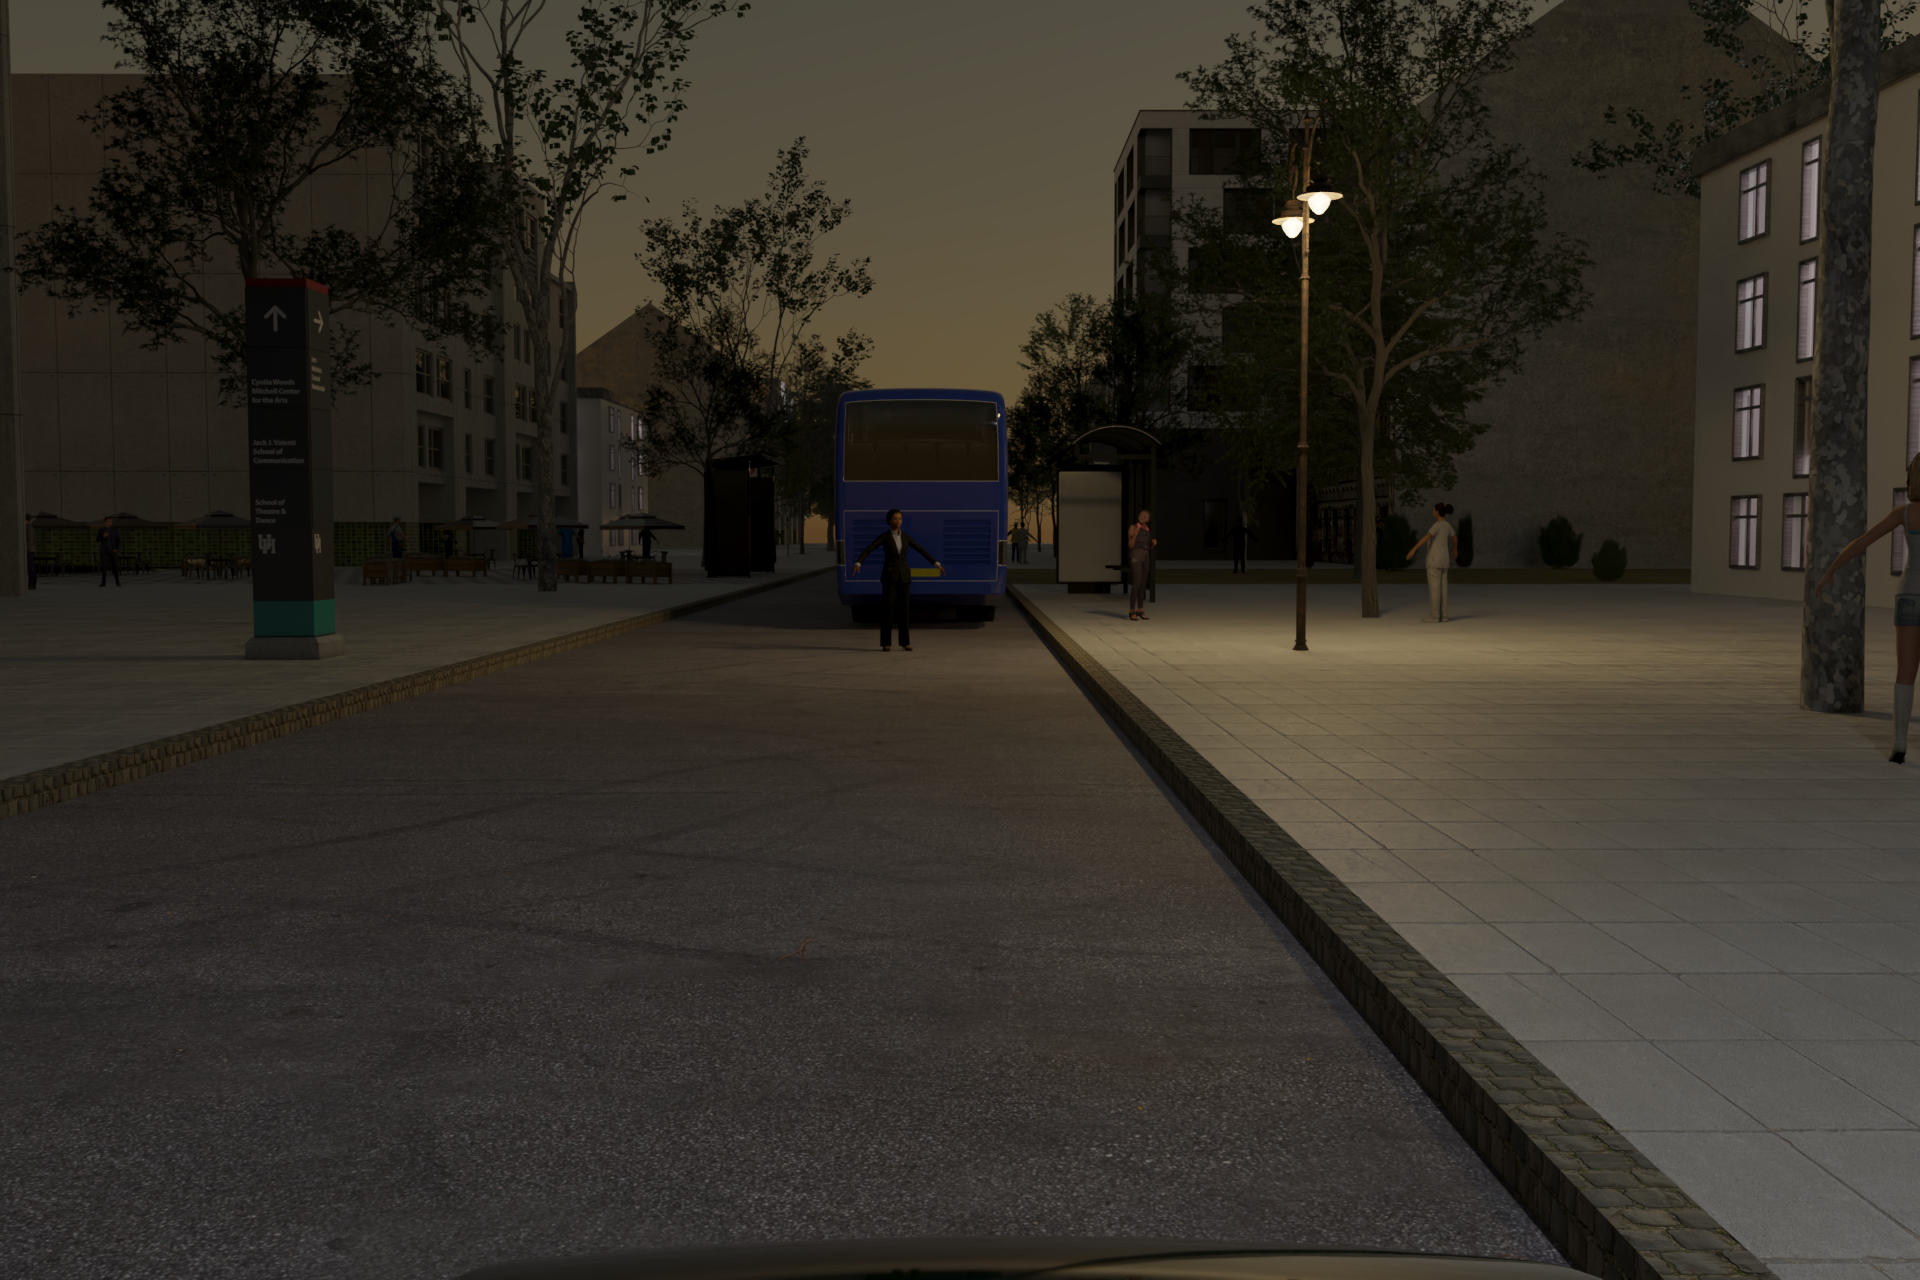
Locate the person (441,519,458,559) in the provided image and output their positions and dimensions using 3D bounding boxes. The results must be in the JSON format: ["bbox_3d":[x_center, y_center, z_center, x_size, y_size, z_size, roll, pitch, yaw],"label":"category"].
[{"bbox_3d":[-19.680,-3.732,66.804,0.705,1.856,1.354,0,4,-1],"label":"person"}]

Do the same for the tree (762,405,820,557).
[{"bbox_3d":[-9.902,-9.091,98.997,4.737,8.622,4.395,0,3,0],"label":"tree"}]

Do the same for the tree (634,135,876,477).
[{"bbox_3d":[-9.798,-13.955,84.051,12.611,20.169,13.585,0,3,0],"label":"tree"}]

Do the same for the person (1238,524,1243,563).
[{"bbox_3d":[12.236,-4.228,75.935,0.721,1.733,1.217,1,4,20],"label":"person"}]

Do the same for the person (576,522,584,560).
[{"bbox_3d":[-17.120,-4.395,78.046,0.705,1.806,1.347,-1,4,-21],"label":"person"}]

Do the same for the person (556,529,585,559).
[{"bbox_3d":[-14.374,-3.504,63.419,1.347,1.817,0.704,-3,5,-41],"label":"person"}]

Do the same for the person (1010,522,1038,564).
[{"bbox_3d":[2.729,-4.206,74.949,1.347,1.806,0.705,2,4,31],"label":"person"}]

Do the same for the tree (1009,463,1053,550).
[{"bbox_3d":[5.291,-11.390,136.583,4.360,8.622,3.978,0,3,0],"label":"tree"}]

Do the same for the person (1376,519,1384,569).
[{"bbox_3d":[15.390,-3.517,63.435,0.705,1.837,1.347,2,4,34],"label":"person"}]

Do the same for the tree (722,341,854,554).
[{"bbox_3d":[-9.905,-12.166,109.282,12.009,13.543,11.850,0,3,0],"label":"tree"}]

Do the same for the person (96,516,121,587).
[{"bbox_3d":[-20.782,-2.160,42.275,0.541,1.710,0.530,-1,4,-15],"label":"person"}]

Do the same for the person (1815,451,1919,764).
[{"bbox_3d":[5.416,-0.186,9.652,1.214,1.753,0.721,3,5,40],"label":"person"}]

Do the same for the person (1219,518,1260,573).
[{"bbox_3d":[9.154,-3.089,56.724,1.346,1.802,0.704,0,4,1],"label":"person"}]

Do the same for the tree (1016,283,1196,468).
[{"bbox_3d":[6.113,-9.011,73.081,9.928,11.665,9.643,0,3,0],"label":"tree"}]

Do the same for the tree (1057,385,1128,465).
[{"bbox_3d":[6.314,-7.962,80.537,4.737,8.622,4.395,0,3,0],"label":"tree"}]

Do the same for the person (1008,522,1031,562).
[{"bbox_3d":[2.546,-4.448,78.691,1.349,1.833,0.705,1,4,16],"label":"person"}]

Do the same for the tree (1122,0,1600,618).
[{"bbox_3d":[5.974,-5.616,26.231,7.601,10.594,8.767,-1,4,-15],"label":"tree"}]

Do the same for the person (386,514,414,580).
[{"bbox_3d":[-15.845,-2.629,48.834,1.347,1.847,0.705,3,5,41],"label":"person"}]

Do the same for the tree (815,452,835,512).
[{"bbox_3d":[-9.941,-11.548,139.178,4.737,8.622,4.395,0,3,0],"label":"tree"}]

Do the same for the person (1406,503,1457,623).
[{"bbox_3d":[6.893,-1.128,25.208,1.217,1.739,0.721,-3,5,-42],"label":"person"}]

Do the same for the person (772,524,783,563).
[{"bbox_3d":[-8.404,-4.360,77.414,1.348,1.813,0.705,-3,5,-43],"label":"person"}]

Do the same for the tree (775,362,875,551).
[{"bbox_3d":[-9.603,-13.609,129.167,9.857,13.997,8.962,0,3,0],"label":"tree"}]

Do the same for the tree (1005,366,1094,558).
[{"bbox_3d":[4.924,-9.796,94.582,7.601,10.594,8.767,0,4,6],"label":"tree"}]

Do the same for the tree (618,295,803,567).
[{"bbox_3d":[-9.613,-8.120,67.179,7.601,10.594,8.767,-1,4,-17],"label":"tree"}]

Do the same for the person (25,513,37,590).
[{"bbox_3d":[-21.598,-2.033,39.813,0.750,1.759,0.617,-1,4,-9],"label":"person"}]

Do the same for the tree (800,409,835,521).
[{"bbox_3d":[-9.755,-14.786,148.405,9.857,13.997,8.962,0,3,0],"label":"tree"}]

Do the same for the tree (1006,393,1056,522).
[{"bbox_3d":[5.460,-14.567,148.547,12.009,13.543,11.850,0,3,0],"label":"tree"}]

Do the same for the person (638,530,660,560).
[{"bbox_3d":[-11.771,-3.613,65.217,0.704,1.812,1.346,-3,5,-43],"label":"person"}]

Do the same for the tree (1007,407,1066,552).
[{"bbox_3d":[5.437,-11.669,125.205,7.601,10.594,8.767,0,4,1],"label":"tree"}]

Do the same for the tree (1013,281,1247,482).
[{"bbox_3d":[6.177,-7.970,64.728,8.767,10.594,7.601,0,4,-5],"label":"tree"}]

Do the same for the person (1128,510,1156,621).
[{"bbox_3d":[2.708,-1.116,25.764,0.415,1.643,0.593,0,4,6],"label":"person"}]

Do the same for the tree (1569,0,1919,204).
[{"bbox_3d":[25.784,-12.046,52.839,12.611,20.169,13.585,0,3,0],"label":"tree"}]

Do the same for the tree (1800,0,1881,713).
[{"bbox_3d":[7.566,-9.496,11.156,12.611,20.169,13.585,0,3,0],"label":"tree"}]

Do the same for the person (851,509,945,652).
[{"bbox_3d":[-0.757,-0.730,21.117,1.216,1.740,0.721,-1,4,-22],"label":"person"}]
